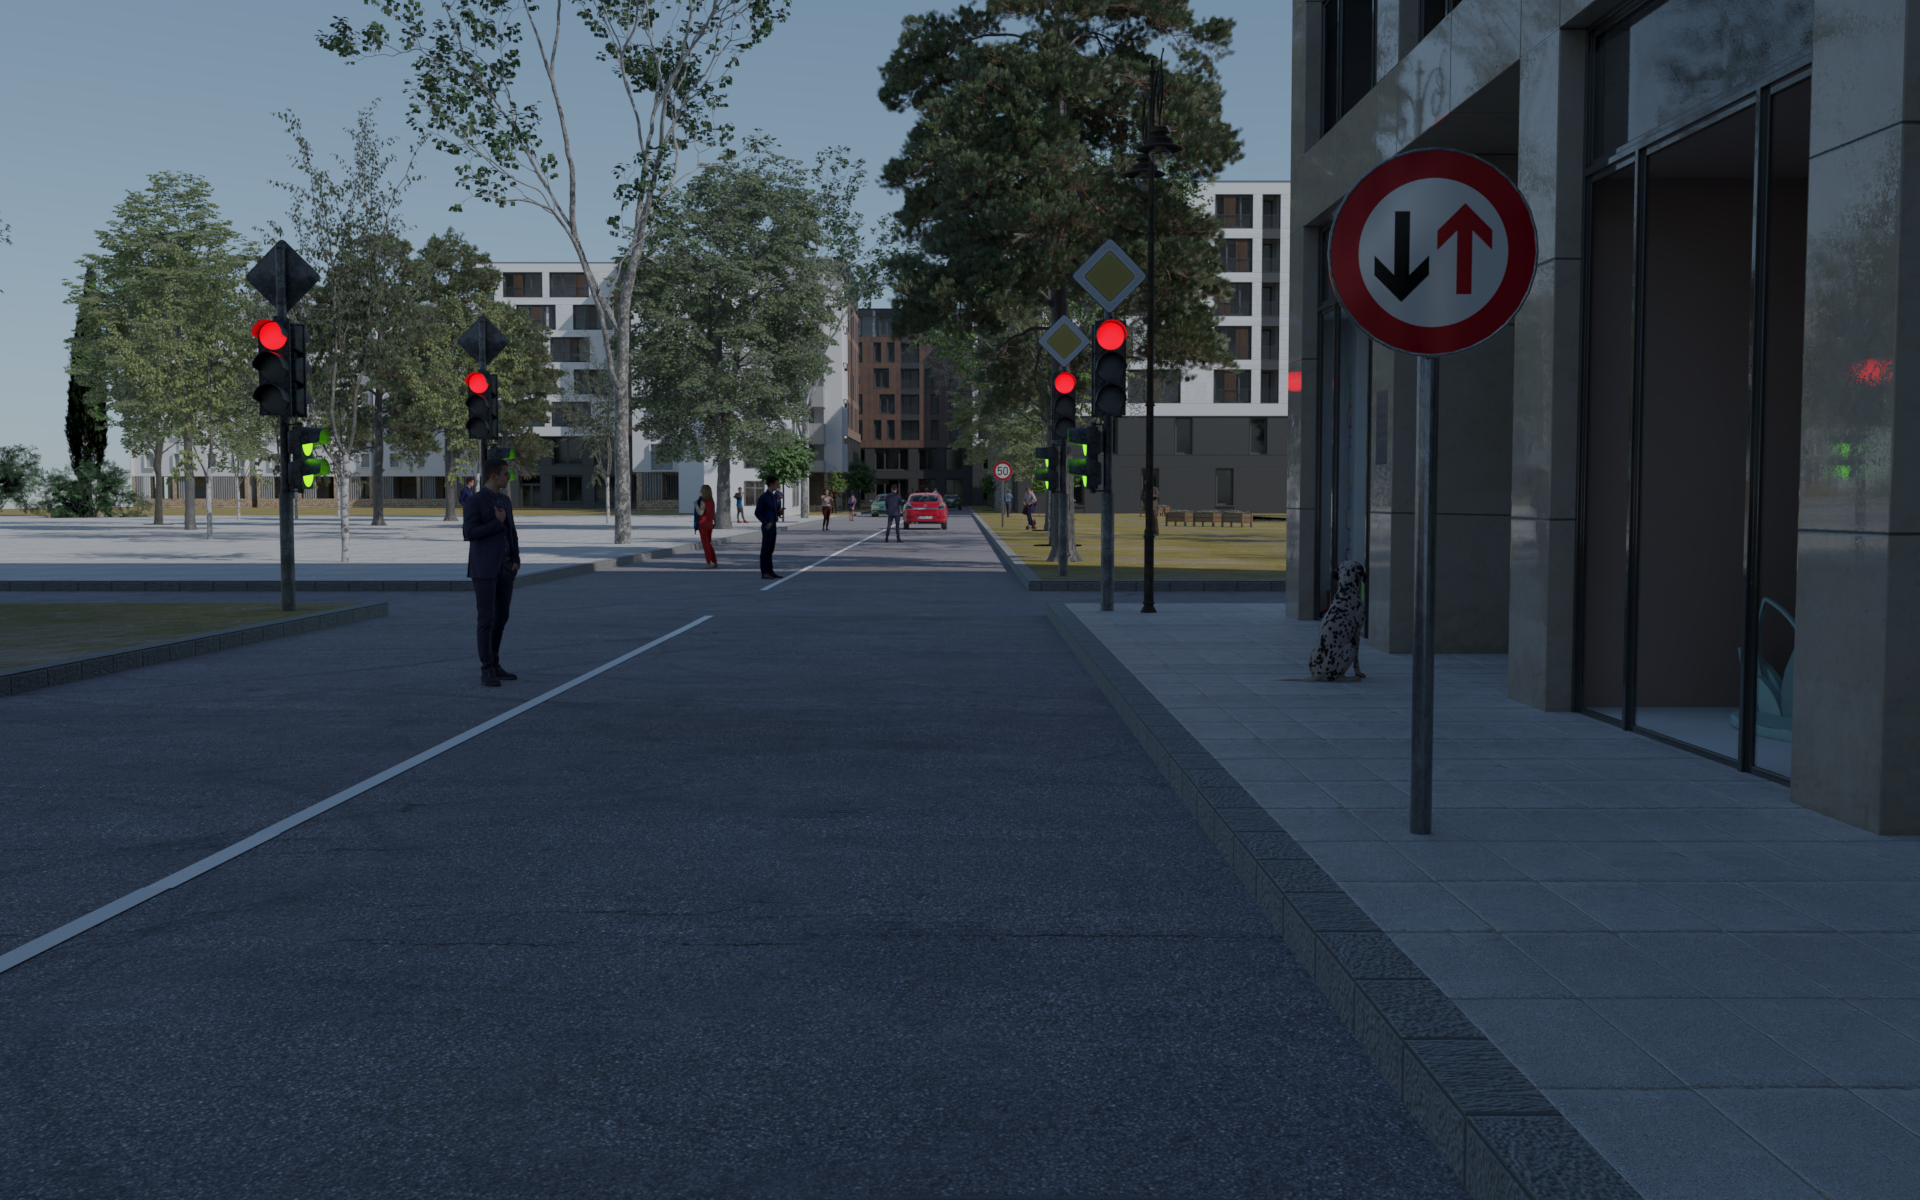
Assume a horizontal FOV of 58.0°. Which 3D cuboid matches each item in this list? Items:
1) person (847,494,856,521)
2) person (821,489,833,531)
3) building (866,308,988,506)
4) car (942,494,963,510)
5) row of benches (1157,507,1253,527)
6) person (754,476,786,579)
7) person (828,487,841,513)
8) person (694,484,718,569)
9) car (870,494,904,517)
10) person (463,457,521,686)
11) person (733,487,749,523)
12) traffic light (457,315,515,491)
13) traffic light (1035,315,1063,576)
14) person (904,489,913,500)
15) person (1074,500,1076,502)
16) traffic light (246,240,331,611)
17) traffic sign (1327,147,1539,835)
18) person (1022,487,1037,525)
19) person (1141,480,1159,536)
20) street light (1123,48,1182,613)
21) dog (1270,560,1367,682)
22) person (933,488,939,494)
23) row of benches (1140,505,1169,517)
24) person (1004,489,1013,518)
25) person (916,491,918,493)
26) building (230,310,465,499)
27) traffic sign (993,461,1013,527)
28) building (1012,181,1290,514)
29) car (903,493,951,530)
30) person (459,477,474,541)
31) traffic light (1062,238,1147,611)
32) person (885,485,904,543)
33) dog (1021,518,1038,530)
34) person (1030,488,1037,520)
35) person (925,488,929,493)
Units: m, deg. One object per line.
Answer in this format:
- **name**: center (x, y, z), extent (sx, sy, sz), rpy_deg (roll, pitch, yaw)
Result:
- **person**: center (-5.739, -4.903, 91.901), extent (0.421, 1.427, 0.697), rpy_deg (-1, 4, -15)
- **person**: center (-5.215, -3.553, 68.045), extent (0.517, 1.644, 0.566), rpy_deg (1, 4, 10)
- **building**: center (-0.864, -21.839, 201.038), extent (32.646, 21.610, 27.936), rpy_deg (0, 3, 0)
- **car**: center (-0.774, -8.710, 154.200), extent (2.131, 1.459, 4.920), rpy_deg (0, 4, 0)
- **row of benches**: center (9.710, -3.227, 68.216), extent (1.422, 0.672, 4.104), rpy_deg (-3, 5, -41)
- **person**: center (-3.166, -1.228, 29.279), extent (0.504, 1.737, 0.576), rpy_deg (1, 4, 9)
- **person**: center (-8.371, -6.598, 114.444), extent (1.217, 1.766, 0.721), rpy_deg (-2, 4, -31)
- **person**: center (-4.889, -1.413, 33.308), extent (0.593, 1.614, 0.444), rpy_deg (-3, 4, -38)
- **car**: center (-4.554, -5.933, 108.800), extent (2.131, 1.459, 4.920), rpy_deg (0, 4, 1)
- **person**: center (-3.543, -0.227, 13.130), extent (0.530, 1.710, 0.541), rpy_deg (3, 4, 36)
- **person**: center (-9.686, -4.201, 76.592), extent (0.662, 1.594, 0.647), rpy_deg (-3, 4, -36)
- **traffic light**: center (-7.372, -2.303, 26.898), extent (0.839, 4.213, 0.868), rpy_deg (0, 3, 0)
- **traffic light**: center (1.589, -2.305, 26.927), extent (0.839, 4.213, 0.868), rpy_deg (0, 3, 0)
- **person**: center (-3.511, -7.198, 126.149), extent (1.348, 1.831, 0.705), rpy_deg (1, 4, 19)
- **person**: center (5.609, -5.035, 90.323), extent (0.963, 1.587, 0.435), rpy_deg (1, 4, 14)
- **traffic light**: center (-7.360, -1.815, 18.913), extent (0.839, 4.213, 0.868), rpy_deg (0, 3, 0)
- **traffic sign**: center (1.745, -0.390, 6.480), extent (0.768, 2.556, 0.104), rpy_deg (0, 4, 3)
- **person**: center (2.621, -3.472, 65.020), extent (0.590, 1.554, 0.614), rpy_deg (-3, 5, -41)
- **person**: center (5.892, -2.868, 53.619), extent (0.565, 1.739, 0.600), rpy_deg (0, 4, -3)
- **street light**: center (2.043, -2.801, 18.578), extent (0.468, 5.910, 1.993), rpy_deg (0, 3, 0)
- **dog**: center (2.502, 0.147, 11.976), extent (0.800, 0.831, 0.513), rpy_deg (-1, 4, -13)
- **person**: center (-1.641, -6.725, 118.325), extent (0.709, 1.838, 0.599), rpy_deg (1, 4, 8)
- **row of benches**: center (11.216, -5.115, 99.097), extent (1.422, 0.672, 4.104), rpy_deg (2, 4, 24)
- **person**: center (2.601, -5.237, 93.872), extent (0.429, 1.552, 0.499), rpy_deg (-2, 4, -33)
- **person**: center (-3.843, -8.841, 153.733), extent (1.217, 1.739, 0.721), rpy_deg (-1, 4, -18)
- **building**: center (-66.356, -21.815, 200.643), extent (32.646, 21.610, 27.936), rpy_deg (0, 3, 0)
- **traffic sign**: center (1.647, -4.083, 66.860), extent (0.768, 2.556, 0.104), rpy_deg (0, 4, 2)
- **building**: center (17.733, -17.462, 129.471), extent (27.936, 21.610, 32.646), rpy_deg (0, 3, 0)
- **car**: center (-1.427, -3.793, 71.050), extent (2.155, 1.783, 4.494), rpy_deg (0, 4, -1)
- **person**: center (-13.308, -2.467, 47.077), extent (0.504, 1.737, 0.576), rpy_deg (0, 4, -2)
- **traffic light**: center (1.601, -1.816, 18.942), extent (0.839, 4.213, 0.868), rpy_deg (0, 3, 0)
- **person**: center (-1.934, -2.536, 50.887), extent (0.541, 1.710, 0.530), rpy_deg (2, 4, 27)
- **dog**: center (2.513, -2.735, 62.455), extent (0.748, 0.427, 0.550), rpy_deg (0, 4, -5)
- **person**: center (3.269, -4.208, 77.206), extent (0.453, 1.535, 0.546), rpy_deg (-3, 5, -44)
- **person**: center (-2.118, -6.231, 110.461), extent (1.350, 1.814, 0.705), rpy_deg (-3, 5, -41)
